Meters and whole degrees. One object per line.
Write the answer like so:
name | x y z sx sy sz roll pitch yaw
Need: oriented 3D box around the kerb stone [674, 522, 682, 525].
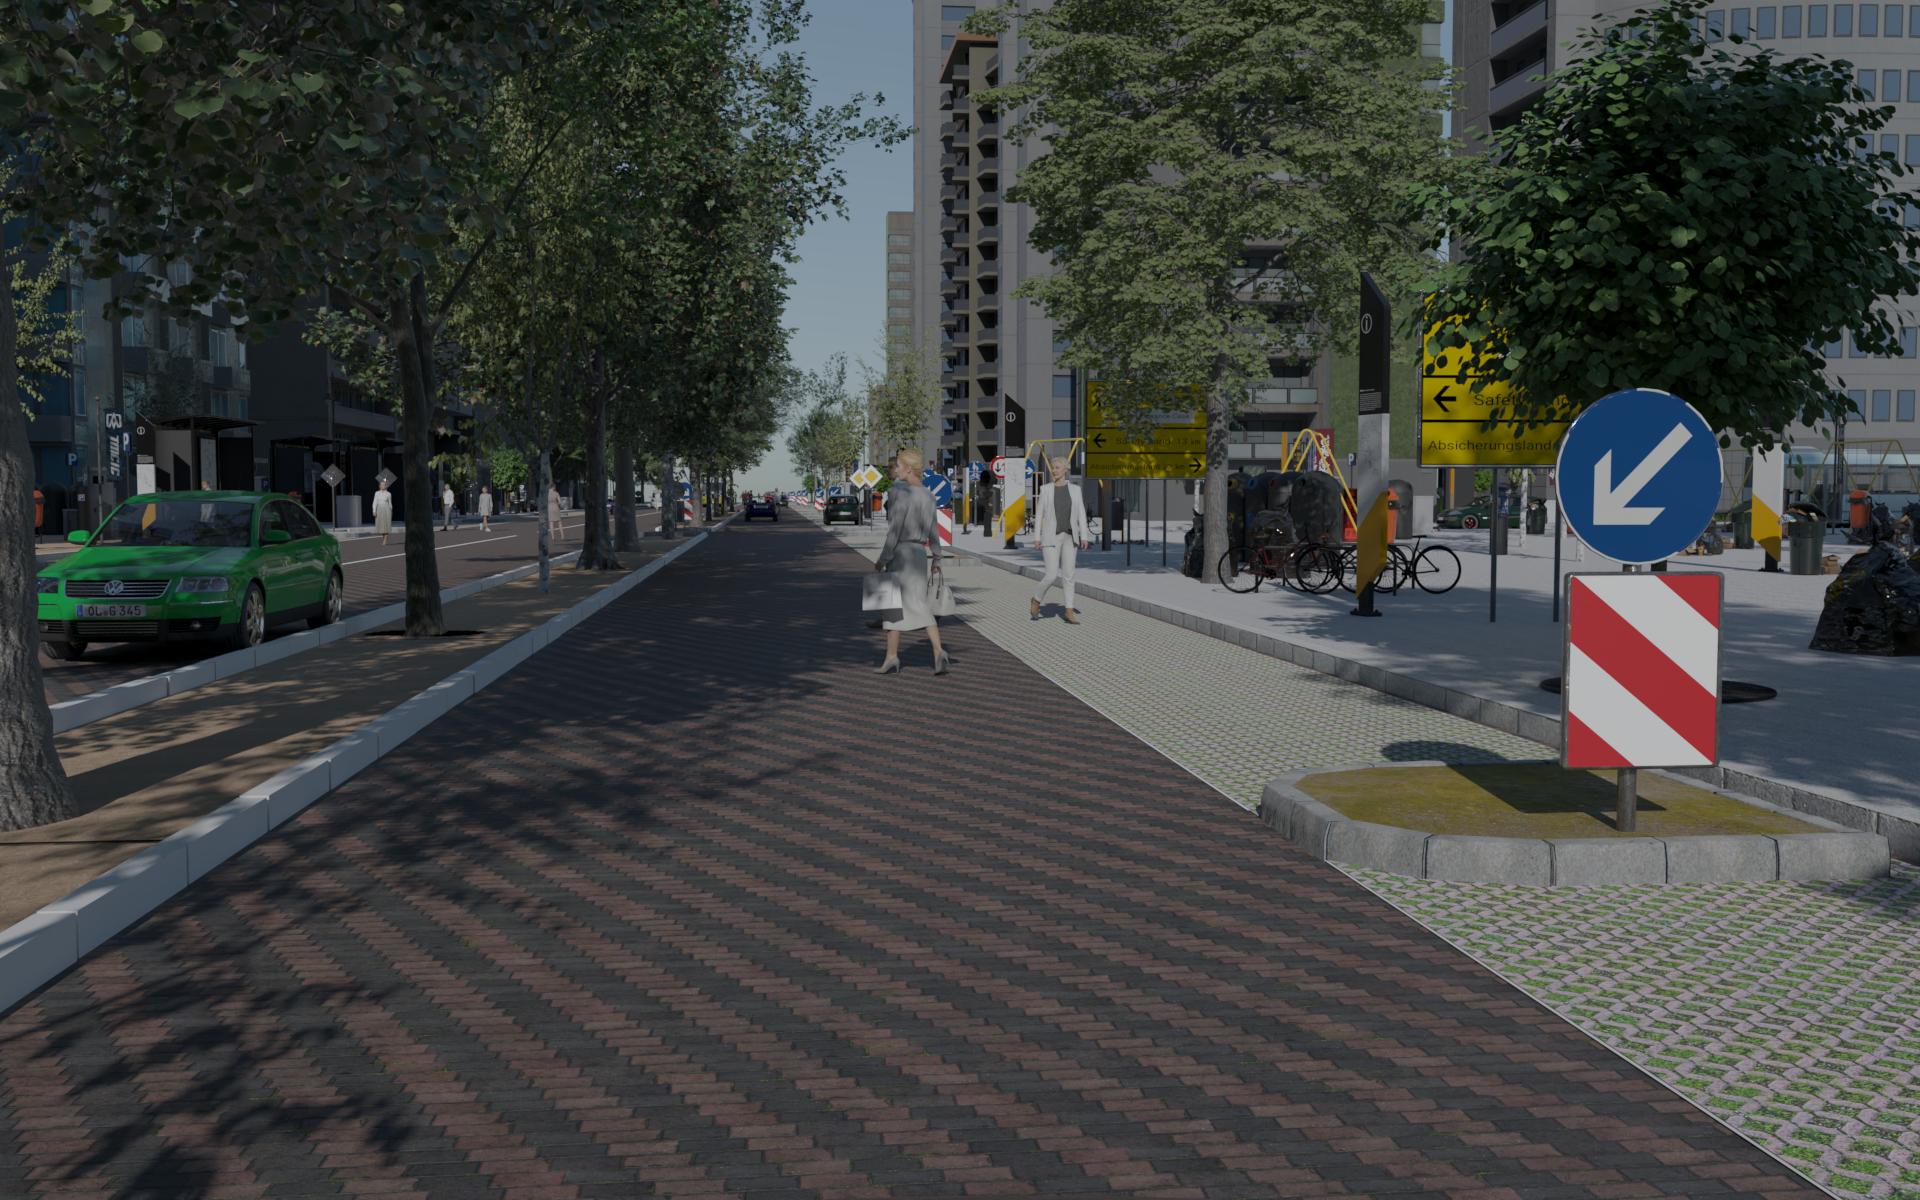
kerb stone | -13.114 -3.561 80.502 0.120 0.150 1.000 0 4 -6

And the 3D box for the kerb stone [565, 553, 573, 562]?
kerb stone | -8.252 -0.852 36.164 0.120 0.150 1.000 0 4 -6

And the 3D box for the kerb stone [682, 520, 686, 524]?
kerb stone | -13.438 -3.753 83.553 0.120 0.150 1.000 0 4 -6

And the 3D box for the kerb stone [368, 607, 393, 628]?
kerb stone | -6.362 0.206 18.823 0.120 0.150 1.000 0 4 -6

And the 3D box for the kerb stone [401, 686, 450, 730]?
kerb stone | -3.388 0.690 10.913 0.120 0.150 1.000 0 4 -6

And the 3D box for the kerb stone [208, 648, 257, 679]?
kerb stone | -5.804 0.518 13.733 0.120 0.150 1.000 0 4 -6

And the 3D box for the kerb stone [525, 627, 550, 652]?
kerb stone | -3.939 0.382 16.001 0.120 0.150 1.000 0 4 -6

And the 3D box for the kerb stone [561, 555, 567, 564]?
kerb stone | -8.144 -0.786 35.142 0.120 0.150 1.000 0 4 -6

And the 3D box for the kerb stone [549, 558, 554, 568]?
kerb stone | -7.927 -0.665 33.098 0.120 0.150 1.000 0 4 -6

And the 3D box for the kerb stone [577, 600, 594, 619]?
kerb stone | -4.384 0.130 20.072 0.120 0.150 1.000 0 4 -6

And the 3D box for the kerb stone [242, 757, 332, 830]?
kerb stone | -3.054 0.877 7.862 0.120 0.150 1.000 0 4 -6

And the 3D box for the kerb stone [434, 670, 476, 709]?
kerb stone | -3.501 0.628 11.929 0.120 0.150 1.000 0 4 -6

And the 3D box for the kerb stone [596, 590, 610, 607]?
kerb stone | -4.605 0.005 22.112 0.120 0.150 1.000 0 4 -6

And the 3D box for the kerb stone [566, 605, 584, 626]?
kerb stone | -4.277 0.192 19.055 0.120 0.150 1.000 0 4 -6

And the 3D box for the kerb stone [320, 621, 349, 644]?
kerb stone | -6.137 0.339 16.791 0.120 0.150 1.000 0 4 -6

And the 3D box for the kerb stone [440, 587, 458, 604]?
kerb stone | -6.816 -0.042 22.888 0.120 0.150 1.000 0 4 -6

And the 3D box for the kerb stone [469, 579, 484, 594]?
kerb stone | -7.037 -0.167 24.921 0.120 0.150 1.000 0 4 -6

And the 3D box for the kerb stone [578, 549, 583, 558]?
kerb stone | -8.480 -0.979 38.196 0.120 0.150 1.000 0 4 -6

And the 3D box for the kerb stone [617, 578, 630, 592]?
kerb stone | -4.940 -0.182 25.165 0.120 0.150 1.000 0 4 -6

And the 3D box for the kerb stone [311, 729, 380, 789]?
kerb stone | -3.160 0.816 8.879 0.120 0.150 1.000 0 4 -6

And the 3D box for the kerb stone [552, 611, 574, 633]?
kerb stone | -4.168 0.254 18.039 0.120 0.150 1.000 0 4 -6

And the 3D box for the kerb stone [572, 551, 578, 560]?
kerb stone | -8.367 -0.915 37.180 0.120 0.150 1.000 0 4 -6

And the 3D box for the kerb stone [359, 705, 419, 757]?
kerb stone | -3.271 0.752 9.897 0.120 0.150 1.000 0 4 -6

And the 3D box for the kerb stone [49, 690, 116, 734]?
kerb stone | -5.475 0.704 10.679 0.120 0.150 1.000 0 4 -6

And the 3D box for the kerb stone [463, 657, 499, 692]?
kerb stone | -3.604 0.566 12.950 0.120 0.150 1.000 0 4 -6

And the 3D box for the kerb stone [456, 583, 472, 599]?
kerb stone | -6.922 -0.104 23.905 0.120 0.150 1.000 0 4 -6

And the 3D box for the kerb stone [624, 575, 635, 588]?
kerb stone | -5.051 -0.242 26.181 0.120 0.150 1.000 0 4 -6

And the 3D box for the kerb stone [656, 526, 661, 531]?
kerb stone | -11.783 -2.815 68.270 0.120 0.150 1.000 0 4 -6

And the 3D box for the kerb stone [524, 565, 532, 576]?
kerb stone | -7.590 -0.480 30.037 0.120 0.150 1.000 0 4 -6

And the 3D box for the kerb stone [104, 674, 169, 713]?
kerb stone | -5.594 0.643 11.695 0.120 0.150 1.000 0 4 -6

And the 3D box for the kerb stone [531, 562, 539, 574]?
kerb stone | -7.705 -0.542 31.053 0.120 0.150 1.000 0 4 -6

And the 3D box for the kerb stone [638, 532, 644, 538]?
kerb stone | -10.604 -2.162 57.551 0.120 0.150 1.000 0 4 -6

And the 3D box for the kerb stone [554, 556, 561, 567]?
kerb stone | -8.030 -0.729 34.115 0.120 0.150 1.000 0 4 -6

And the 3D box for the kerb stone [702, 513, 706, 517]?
kerb stone | -16.900 -5.685 115.147 0.120 0.150 1.000 0 4 -6

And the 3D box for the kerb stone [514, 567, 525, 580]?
kerb stone | -7.468 -0.417 29.012 0.120 0.150 1.000 0 4 -6

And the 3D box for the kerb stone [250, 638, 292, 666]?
kerb stone | -5.912 0.458 14.749 0.120 0.150 1.000 0 4 -6

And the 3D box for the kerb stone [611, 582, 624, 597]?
kerb stone | -4.828 -0.115 24.149 0.120 0.150 1.000 0 4 -6

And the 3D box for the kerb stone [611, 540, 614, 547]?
kerb stone | -9.594 -1.595 48.388 0.120 0.150 1.000 0 4 -6

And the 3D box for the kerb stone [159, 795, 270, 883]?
kerb stone | -2.944 0.942 6.842 0.120 0.150 1.000 0 4 -6

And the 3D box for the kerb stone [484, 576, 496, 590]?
kerb stone | -7.137 -0.229 25.947 0.120 0.150 1.000 0 4 -6

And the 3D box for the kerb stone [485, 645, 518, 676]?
kerb stone | -3.718 0.503 13.965 0.120 0.150 1.000 0 4 -6

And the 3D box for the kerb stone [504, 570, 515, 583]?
kerb stone | -7.363 -0.354 27.986 0.120 0.150 1.000 0 4 -6

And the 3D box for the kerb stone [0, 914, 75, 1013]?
kerb stone | -2.715 1.063 4.808 0.120 0.150 1.000 0 4 -6

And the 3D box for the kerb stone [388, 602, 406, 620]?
kerb stone | -6.479 0.145 19.839 0.120 0.150 1.000 0 4 -6

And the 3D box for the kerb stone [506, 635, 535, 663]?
kerb stone | -3.833 0.441 14.984 0.120 0.150 1.000 0 4 -6

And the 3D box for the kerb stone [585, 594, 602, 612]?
kerb stone | -4.498 0.068 21.089 0.120 0.150 1.000 0 4 -6

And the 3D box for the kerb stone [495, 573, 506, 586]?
kerb stone | -7.245 -0.289 26.970 0.120 0.150 1.000 0 4 -6

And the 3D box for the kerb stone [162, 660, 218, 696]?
kerb stone | -5.692 0.585 12.713 0.120 0.150 1.000 0 4 -6

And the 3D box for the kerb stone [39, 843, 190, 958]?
kerb stone | -2.831 1.001 5.826 0.120 0.150 1.000 0 4 -6

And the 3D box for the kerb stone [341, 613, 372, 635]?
kerb stone | -6.247 0.268 17.807 0.120 0.150 1.000 0 4 -6

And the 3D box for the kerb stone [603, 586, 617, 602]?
kerb stone | -4.721 -0.057 23.127 0.120 0.150 1.000 0 4 -6

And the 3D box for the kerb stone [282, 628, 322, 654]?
kerb stone | -6.030 0.393 15.774 0.120 0.150 1.000 0 4 -6

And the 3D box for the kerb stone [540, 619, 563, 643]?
kerb stone | -4.046 0.320 17.024 0.120 0.150 1.000 0 4 -6
